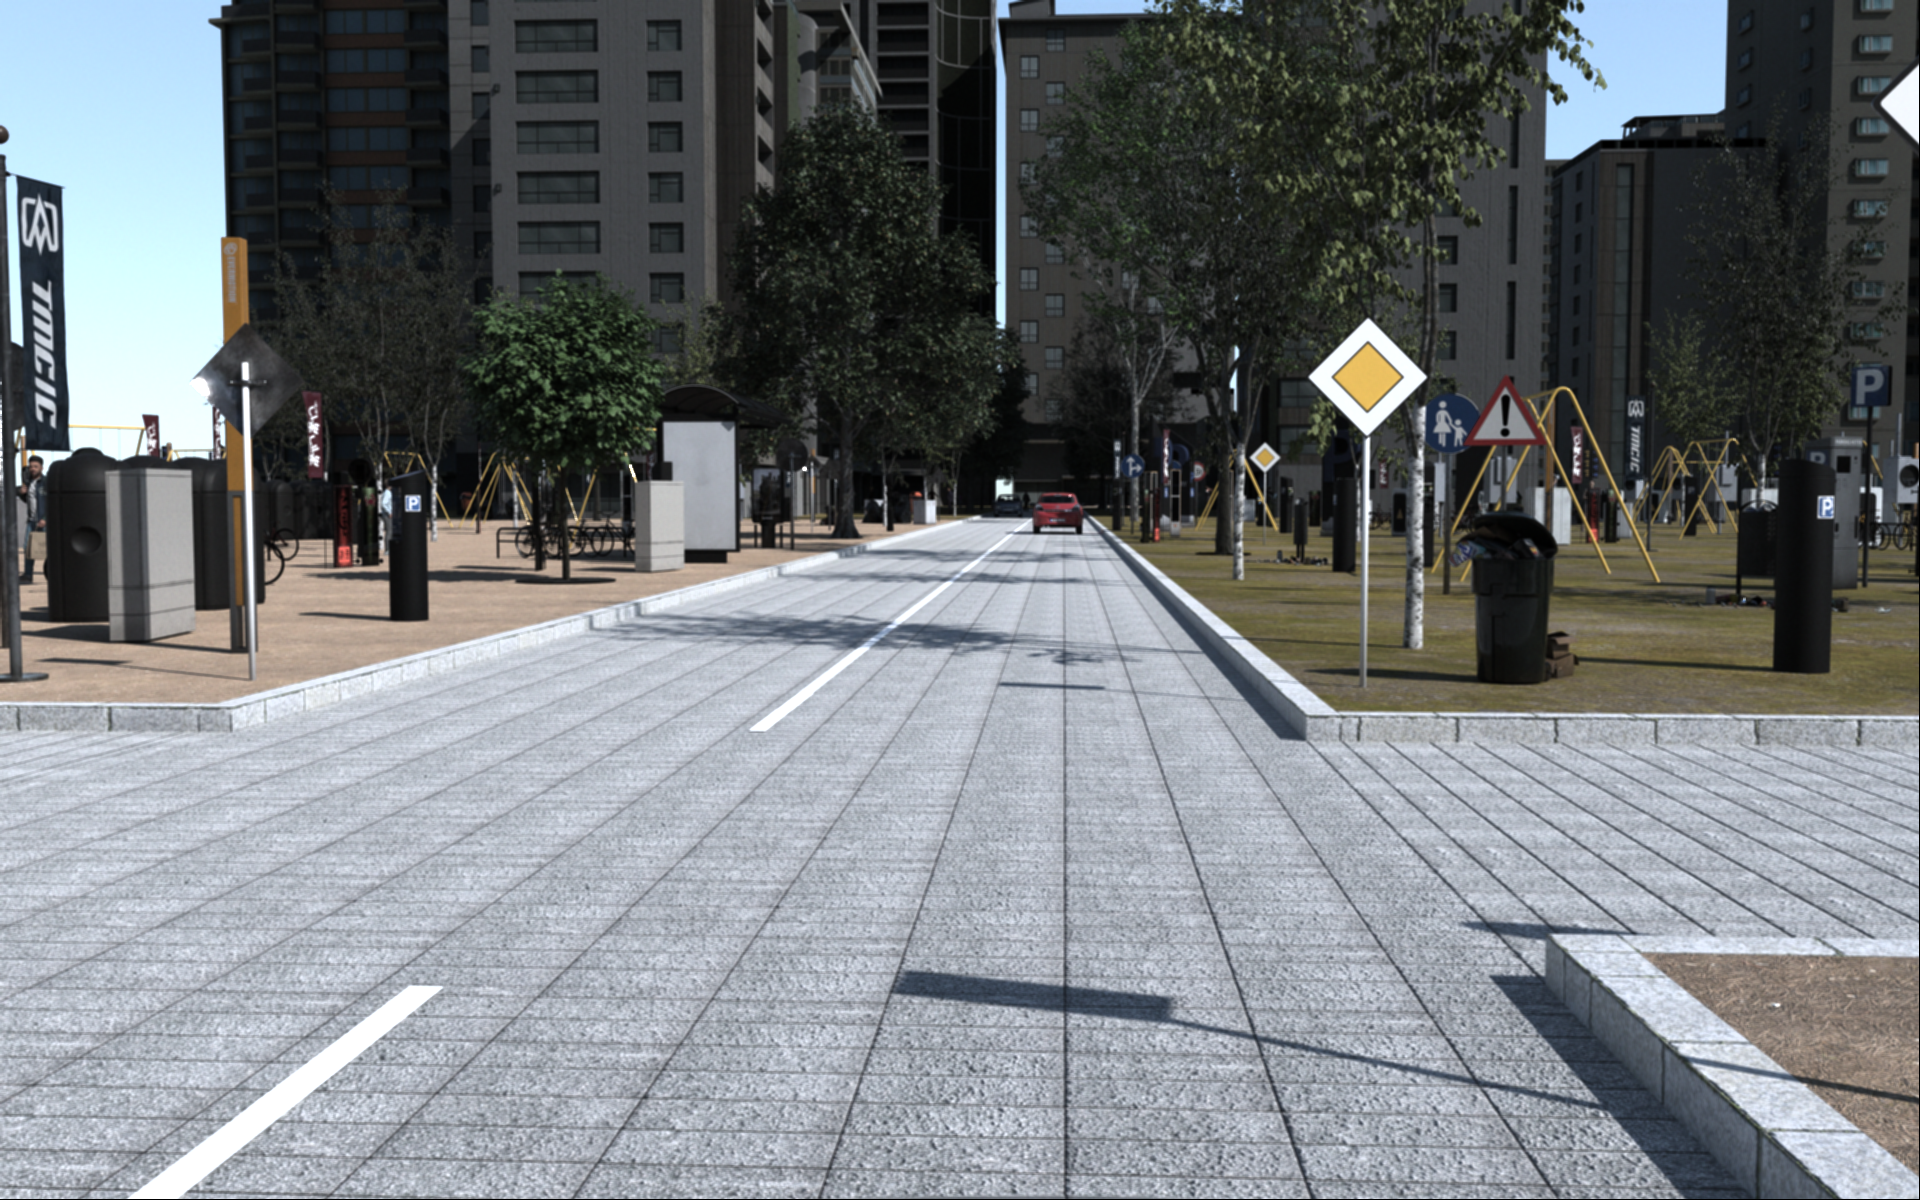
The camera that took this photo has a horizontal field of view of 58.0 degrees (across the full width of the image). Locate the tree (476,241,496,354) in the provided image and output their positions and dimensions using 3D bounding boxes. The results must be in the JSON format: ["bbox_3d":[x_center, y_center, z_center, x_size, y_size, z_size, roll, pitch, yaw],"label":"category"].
[{"bbox_3d":[-14.297,-5.898,46.793,4.360,8.622,3.978,0,3,0],"label":"tree"}]

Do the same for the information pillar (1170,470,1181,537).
[{"bbox_3d":[6.451,-2.901,51.926,0.304,2.012,0.304,0,4,3],"label":"information pillar"}]

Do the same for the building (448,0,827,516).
[{"bbox_3d":[-19.304,-41.149,111.040,20.563,71.187,20.611,0,4,3],"label":"building"}]

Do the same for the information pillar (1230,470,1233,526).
[{"bbox_3d":[8.276,-3.008,53.665,0.304,2.012,0.304,0,4,-2],"label":"information pillar"}]

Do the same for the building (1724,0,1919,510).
[{"bbox_3d":[75.785,-31.497,138.679,21.600,48.544,21.300,0,4,3],"label":"building"}]

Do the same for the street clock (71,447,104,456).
[{"bbox_3d":[-13.538,-1.368,26.939,0.358,2.002,0.471,3,5,44],"label":"street clock"}]

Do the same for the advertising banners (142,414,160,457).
[{"bbox_3d":[-17.601,-2.611,38.879,0.090,3.025,2.074,1,4,14],"label":"advertising banners"}]

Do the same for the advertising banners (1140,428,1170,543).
[{"bbox_3d":[5.184,-3.034,45.788,0.090,3.025,2.074,2,4,27],"label":"advertising banners"}]

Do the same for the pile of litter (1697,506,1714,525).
[{"bbox_3d":[31.291,-3.620,73.155,1.719,0.858,1.176,0,3,0],"label":"pile of litter"}]

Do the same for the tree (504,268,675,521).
[{"bbox_3d":[-17.217,-9.503,81.133,9.928,11.665,9.643,0,3,0],"label":"tree"}]

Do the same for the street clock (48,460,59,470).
[{"bbox_3d":[-19.009,-1.965,36.702,0.471,2.002,0.358,-3,5,-40],"label":"street clock"}]

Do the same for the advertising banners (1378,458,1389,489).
[{"bbox_3d":[21.389,-5.392,84.351,2.074,3.025,0.090,1,4,11],"label":"advertising banners"}]

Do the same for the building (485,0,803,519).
[{"bbox_3d":[-16.667,-19.759,94.767,14.160,30.474,14.107,0,4,3],"label":"building"}]

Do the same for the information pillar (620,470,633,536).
[{"bbox_3d":[-10.151,-2.949,52.709,0.304,2.012,0.304,-1,4,-21],"label":"information pillar"}]

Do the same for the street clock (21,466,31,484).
[{"bbox_3d":[-24.020,-2.459,44.770,0.471,2.002,0.358,3,4,37],"label":"street clock"}]

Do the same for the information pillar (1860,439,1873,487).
[{"bbox_3d":[37.133,-4.875,71.056,0.183,3.616,0.504,-3,4,-37],"label":"information pillar"}]

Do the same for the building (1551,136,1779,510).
[{"bbox_3d":[57.721,-22.755,143.744,14.107,30.474,14.160,0,4,3],"label":"building"}]

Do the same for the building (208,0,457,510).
[{"bbox_3d":[-44.931,-29.998,145.091,28.867,44.769,22.147,0,4,3],"label":"building"}]

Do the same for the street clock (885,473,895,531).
[{"bbox_3d":[-2.405,-3.369,59.655,0.358,2.002,0.471,1,4,18],"label":"street clock"}]

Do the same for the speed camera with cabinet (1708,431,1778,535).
[{"bbox_3d":[24.674,-3.678,54.470,2.038,3.252,0.660,0,3,0],"label":"speed camera with cabinet"}]

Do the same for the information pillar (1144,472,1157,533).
[{"bbox_3d":[6.239,-3.192,56.678,0.304,2.012,0.304,-3,5,-44],"label":"information pillar"}]

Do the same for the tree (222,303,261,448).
[{"bbox_3d":[-21.371,-6.551,57.464,4.360,8.622,3.978,0,3,0],"label":"tree"}]

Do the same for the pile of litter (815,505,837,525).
[{"bbox_3d":[-5.276,-3.508,71.321,1.719,0.858,1.176,1,4,23],"label":"pile of litter"}]

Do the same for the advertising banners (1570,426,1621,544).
[{"bbox_3d":[16.462,-2.981,44.933,2.074,3.025,0.090,-2,4,-33],"label":"advertising banners"}]

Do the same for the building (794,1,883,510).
[{"bbox_3d":[-18.873,-27.300,138.229,23.993,40.220,32.217,0,4,3],"label":"building"}]

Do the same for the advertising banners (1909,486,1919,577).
[{"bbox_3d":[15.743,-1.854,26.506,2.074,3.025,0.090,1,4,21],"label":"advertising banners"}]

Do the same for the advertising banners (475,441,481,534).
[{"bbox_3d":[-15.704,-3.689,56.504,0.090,3.025,2.074,-1,4,-12],"label":"advertising banners"}]

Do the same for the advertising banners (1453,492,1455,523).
[{"bbox_3d":[21.126,-4.596,71.331,0.090,3.025,2.074,-2,4,-28],"label":"advertising banners"}]

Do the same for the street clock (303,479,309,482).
[{"bbox_3d":[-30.767,-4.693,81.303,0.471,2.002,0.358,3,5,39],"label":"street clock"}]

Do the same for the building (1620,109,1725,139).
[{"bbox_3d":[77.410,-30.432,181.155,14.086,41.232,14.154,0,4,3],"label":"building"}]

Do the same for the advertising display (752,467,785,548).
[{"bbox_3d":[-4.557,-2.197,41.128,0.974,1.923,0.123,3,4,38],"label":"advertising display"}]

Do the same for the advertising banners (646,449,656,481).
[{"bbox_3d":[-11.170,-4.253,65.718,2.074,3.025,0.090,3,4,36],"label":"advertising banners"}]

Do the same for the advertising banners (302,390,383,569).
[{"bbox_3d":[-10.725,-2.074,30.097,0.090,3.025,2.074,1,4,18],"label":"advertising banners"}]

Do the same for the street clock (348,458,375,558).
[{"bbox_3d":[-12.042,-1.854,34.889,0.471,2.002,0.358,0,4,-2],"label":"street clock"}]

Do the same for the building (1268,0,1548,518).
[{"bbox_3d":[24.637,-20.035,99.276,14.160,30.474,14.107,0,4,3],"label":"building"}]

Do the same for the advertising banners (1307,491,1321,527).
[{"bbox_3d":[14.652,-4.382,67.835,2.074,3.025,0.090,1,4,14],"label":"advertising banners"}]

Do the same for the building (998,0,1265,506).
[{"bbox_3d":[18.436,-36.859,191.884,27.495,52.752,28.713,0,4,3],"label":"building"}]

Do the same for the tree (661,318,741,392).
[{"bbox_3d":[-10.322,-7.309,69.868,4.360,8.622,3.978,0,3,0],"label":"tree"}]

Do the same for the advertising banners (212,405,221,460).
[{"bbox_3d":[-12.905,-2.045,29.618,0.090,3.025,2.074,0,4,-6],"label":"advertising banners"}]

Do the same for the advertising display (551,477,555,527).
[{"bbox_3d":[-15.637,-3.701,65.719,0.123,1.923,0.974,-3,5,-40],"label":"advertising display"}]

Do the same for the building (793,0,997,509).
[{"bbox_3d":[-6.666,-45.907,188.835,20.611,71.187,20.563,0,4,3],"label":"building"}]

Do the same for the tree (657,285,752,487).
[{"bbox_3d":[-8.831,-6.776,61.146,4.737,8.622,4.395,0,3,0],"label":"tree"}]

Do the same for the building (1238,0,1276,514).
[{"bbox_3d":[25.992,-28.315,113.057,14.600,45.320,14.200,0,4,3],"label":"building"}]

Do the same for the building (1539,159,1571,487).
[{"bbox_3d":[58.953,-30.555,191.448,23.993,40.220,32.217,0,4,3],"label":"building"}]

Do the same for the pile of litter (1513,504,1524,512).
[{"bbox_3d":[23.401,-3.632,73.348,1.719,0.858,1.176,-2,4,-29],"label":"pile of litter"}]

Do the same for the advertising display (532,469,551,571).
[{"bbox_3d":[-7.091,-1.469,29.224,0.123,1.923,0.974,0,4,-6],"label":"advertising display"}]

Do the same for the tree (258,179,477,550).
[{"bbox_3d":[-13.604,-5.461,39.656,4.360,8.622,3.978,0,3,0],"label":"tree"}]

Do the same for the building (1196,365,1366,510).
[{"bbox_3d":[31.153,-50.292,134.940,22.319,86.520,31.000,0,4,3],"label":"building"}]
